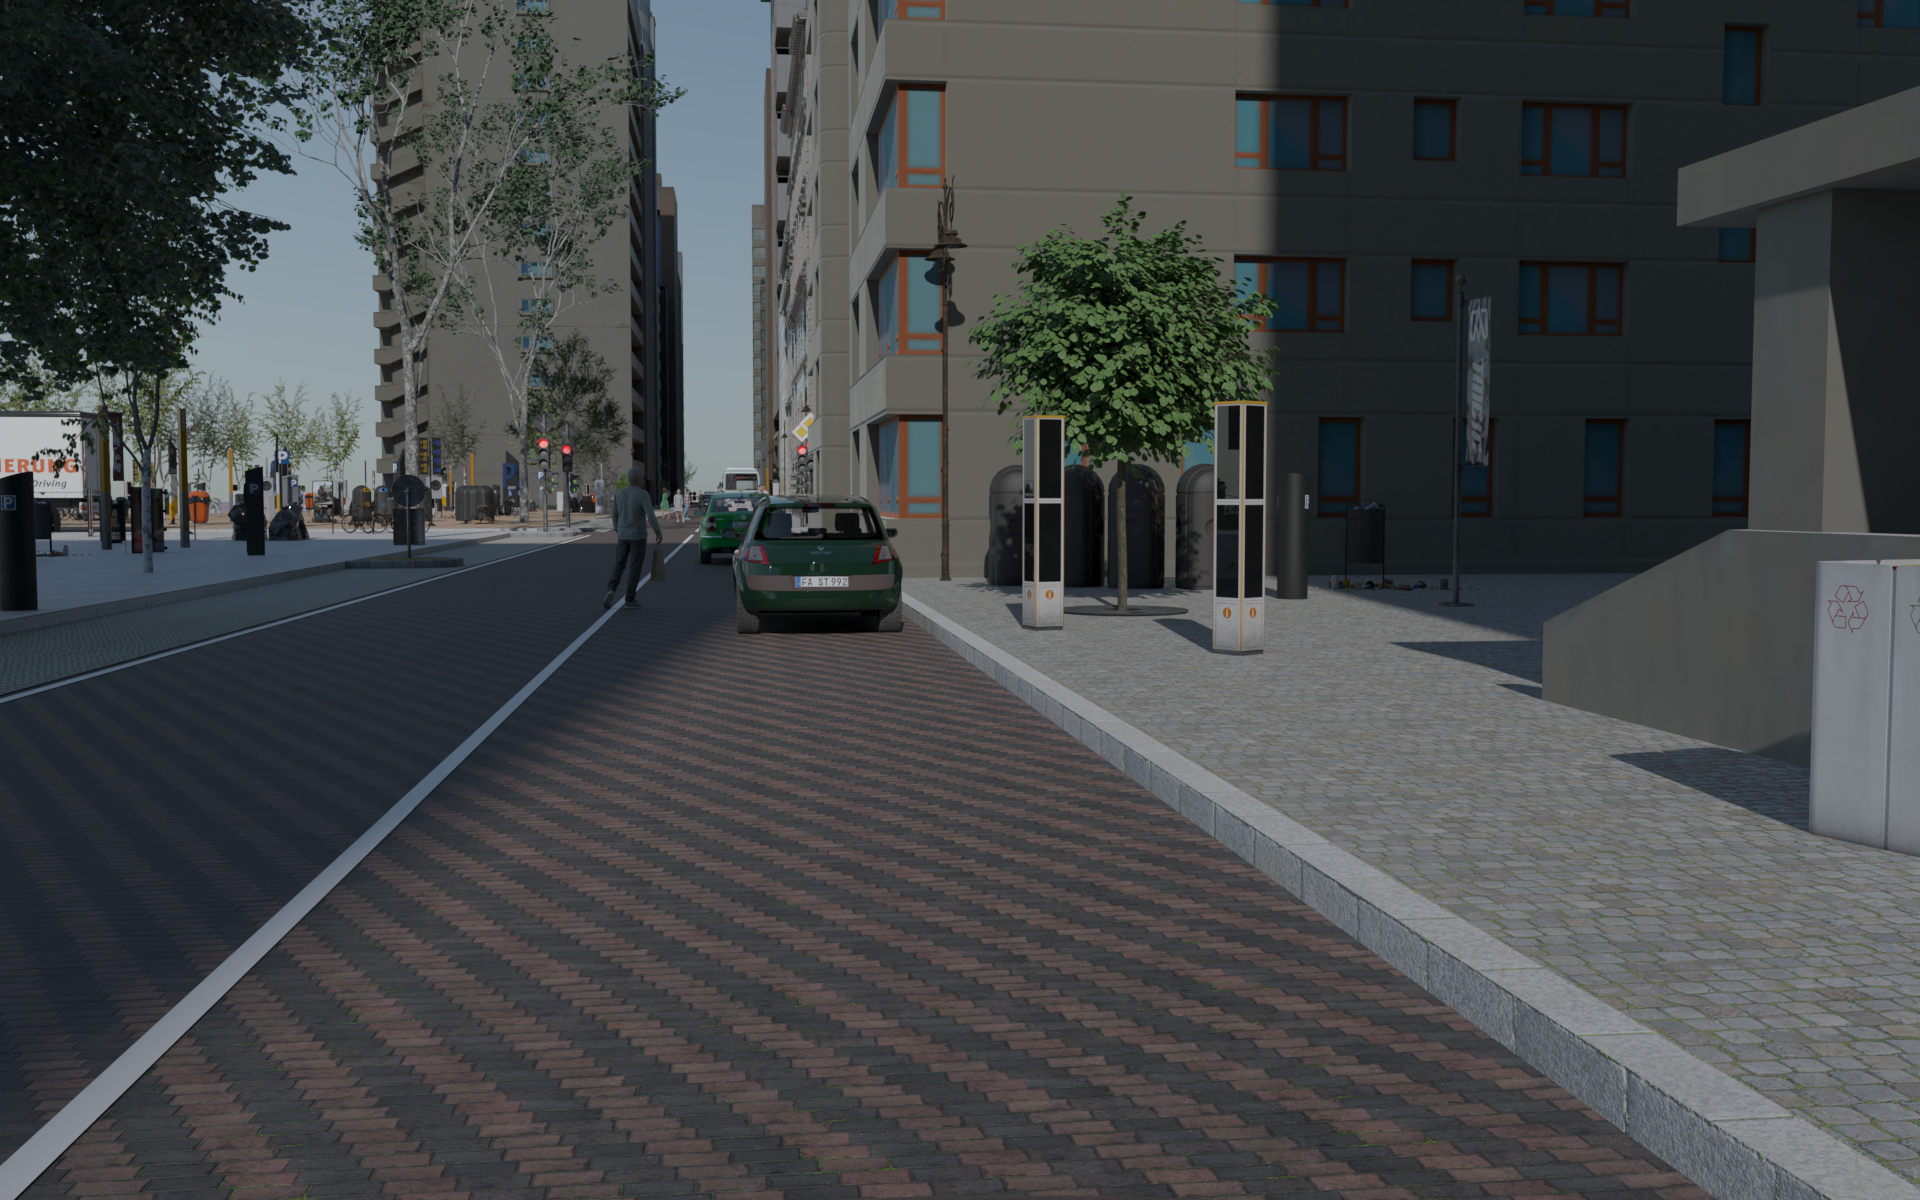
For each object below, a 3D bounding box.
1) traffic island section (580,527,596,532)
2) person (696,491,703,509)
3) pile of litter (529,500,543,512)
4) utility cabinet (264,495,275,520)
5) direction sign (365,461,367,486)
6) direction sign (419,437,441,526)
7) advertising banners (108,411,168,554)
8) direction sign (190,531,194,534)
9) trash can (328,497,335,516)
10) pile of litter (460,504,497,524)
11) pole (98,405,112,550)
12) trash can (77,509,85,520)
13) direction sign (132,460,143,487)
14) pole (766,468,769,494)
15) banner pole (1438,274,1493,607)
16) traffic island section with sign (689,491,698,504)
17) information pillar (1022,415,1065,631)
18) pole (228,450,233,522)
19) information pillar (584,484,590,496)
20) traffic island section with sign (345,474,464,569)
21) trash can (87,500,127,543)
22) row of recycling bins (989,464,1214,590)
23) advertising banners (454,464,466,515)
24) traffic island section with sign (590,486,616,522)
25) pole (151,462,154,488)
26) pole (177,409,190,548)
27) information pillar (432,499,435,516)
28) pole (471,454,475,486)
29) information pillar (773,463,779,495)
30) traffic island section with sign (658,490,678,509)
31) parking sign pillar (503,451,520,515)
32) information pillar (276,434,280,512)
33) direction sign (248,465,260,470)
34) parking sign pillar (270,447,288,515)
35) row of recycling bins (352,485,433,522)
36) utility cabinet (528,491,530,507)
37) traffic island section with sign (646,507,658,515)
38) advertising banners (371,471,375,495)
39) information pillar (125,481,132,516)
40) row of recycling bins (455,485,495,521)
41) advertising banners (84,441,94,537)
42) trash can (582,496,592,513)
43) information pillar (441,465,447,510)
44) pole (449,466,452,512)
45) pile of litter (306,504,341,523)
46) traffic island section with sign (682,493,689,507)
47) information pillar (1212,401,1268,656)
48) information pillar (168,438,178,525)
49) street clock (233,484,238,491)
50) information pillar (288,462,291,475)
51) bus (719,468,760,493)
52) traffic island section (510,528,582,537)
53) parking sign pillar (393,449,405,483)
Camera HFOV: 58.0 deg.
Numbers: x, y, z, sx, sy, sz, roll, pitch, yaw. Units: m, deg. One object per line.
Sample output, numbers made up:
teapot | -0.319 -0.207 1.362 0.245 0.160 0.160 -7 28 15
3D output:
traffic island section | -15.051 -2.702 66.465 2.009 0.180 2.903 0 4 -7
person | -25.809 -9.930 171.382 0.750 1.759 0.617 -2 4 -34
pile of litter | -30.733 -6.824 125.542 1.176 0.858 1.719 0 4 1
utility cabinet | -34.765 -4.631 86.882 1.020 1.237 0.306 3 5 40
direction sign | -40.220 -7.660 117.239 0.379 3.537 0.876 -2 4 -24
direction sign | -21.196 -4.730 69.339 0.876 3.537 0.379 -3 4 -37
advertising banners | -17.796 -2.525 37.479 0.090 3.025 2.074 0 4 6
direction sign | -24.726 -3.874 55.341 0.379 3.537 0.876 -2 4 -28
trash can | -36.173 -5.364 99.361 0.748 1.137 0.748 0 3 0
pile of litter | -20.436 -3.668 73.942 1.719 0.858 1.176 1 4 16
pole | -19.718 -2.819 39.933 0.158 3.312 0.155 0 3 0
trash can | -44.076 -4.612 87.066 0.748 1.137 0.748 0 3 0
direction sign | -53.835 -7.443 113.688 0.876 3.537 0.379 0 4 1
pole | -15.284 -8.783 137.444 0.158 3.312 0.155 0 3 0
banner pole | 5.757 -1.807 19.568 0.401 3.779 0.863 -1 4 -14
traffic island section with sign | -38.429 -14.576 246.946 1.989 1.847 2.006 0 4 -7
information pillar | 0.787 -0.726 16.357 0.304 2.012 0.304 -1 4 -23
pole | -33.392 -5.228 79.326 0.158 3.312 0.155 0 3 0
information pillar | -27.636 -7.571 128.277 0.304 2.012 0.304 3 5 40
traffic island section with sign | -10.866 -1.555 34.048 1.989 1.847 2.006 0 4 -7
trash can | -22.107 -2.050 45.167 0.748 1.137 0.748 0 3 0
row of recycling bins | 2.060 -1.032 23.978 3.534 1.692 1.069 1 4 21
advertising banners | -29.302 -6.446 101.583 0.090 3.025 2.074 -2 4 -35
traffic island section with sign | -17.997 -4.927 89.181 1.989 1.847 2.006 0 4 -7
pole | -51.412 -7.122 110.287 0.158 3.312 0.155 0 3 0
pole | -18.596 -2.913 41.469 0.158 3.312 0.155 0 3 0
information pillar | -30.616 -5.869 100.448 0.304 2.012 0.304 -2 4 -25
pole | -24.769 -5.764 88.080 0.158 3.312 0.155 0 3 0
information pillar | -13.713 -8.418 128.993 0.504 3.616 0.183 2 4 26
traffic island section with sign | -27.800 -9.555 164.858 1.989 1.847 2.006 0 4 -7
parking sign pillar | -27.785 -7.280 107.504 1.447 3.967 1.447 2 4 34
information pillar | -26.446 -4.636 67.153 0.183 3.616 0.504 -1 4 -18
direction sign | -54.634 -8.687 134.036 0.876 3.537 0.379 -1 4 -8
parking sign pillar | -38.559 -6.702 98.045 1.447 3.967 1.447 0 4 4
row of recycling bins | -26.356 -4.483 80.408 3.534 1.692 1.069 -1 4 -22
utility cabinet | -35.179 -7.986 139.257 1.173 1.500 0.318 1 4 16
traffic island section with sign | -21.467 -6.562 115.913 1.989 1.847 2.006 0 4 -7
advertising banners | -44.673 -8.251 131.087 0.090 3.025 2.074 -3 5 -41
information pillar | -47.749 -5.813 99.538 0.304 2.012 0.304 -2 4 -34
row of recycling bins | -22.980 -4.573 81.880 1.069 1.692 3.534 -2 4 -35
advertising banners | -26.238 -3.421 52.125 0.090 3.025 2.074 -1 4 -22
trash can | -24.986 -6.385 116.055 0.748 1.137 0.748 0 3 0
information pillar | -41.280 -9.005 138.591 0.504 3.616 0.183 -1 4 -20
pole | -36.770 -8.024 125.036 0.158 3.312 0.155 0 3 0
pile of litter | -28.524 -3.873 77.289 1.719 0.858 1.176 1 4 22
traffic island section with sign | -31.259 -11.190 191.591 1.989 1.847 2.006 0 4 -7
information pillar | 2.236 -0.572 13.849 0.304 2.012 0.304 -3 5 -41
information pillar | -33.081 -4.981 72.792 0.183 3.616 0.504 1 4 9
street clock | -54.319 -7.662 129.845 0.471 2.002 0.358 0 4 -4
information pillar | -48.938 -8.246 126.180 0.183 3.616 0.504 3 5 41
bus | -16.383 -8.192 128.799 2.948 3.499 13.247 -1 4 -8
traffic island section | -14.026 -2.218 58.546 2.009 0.180 2.903 0 4 -7
parking sign pillar | -33.131 -6.964 102.332 1.447 3.967 1.447 0 4 -5
